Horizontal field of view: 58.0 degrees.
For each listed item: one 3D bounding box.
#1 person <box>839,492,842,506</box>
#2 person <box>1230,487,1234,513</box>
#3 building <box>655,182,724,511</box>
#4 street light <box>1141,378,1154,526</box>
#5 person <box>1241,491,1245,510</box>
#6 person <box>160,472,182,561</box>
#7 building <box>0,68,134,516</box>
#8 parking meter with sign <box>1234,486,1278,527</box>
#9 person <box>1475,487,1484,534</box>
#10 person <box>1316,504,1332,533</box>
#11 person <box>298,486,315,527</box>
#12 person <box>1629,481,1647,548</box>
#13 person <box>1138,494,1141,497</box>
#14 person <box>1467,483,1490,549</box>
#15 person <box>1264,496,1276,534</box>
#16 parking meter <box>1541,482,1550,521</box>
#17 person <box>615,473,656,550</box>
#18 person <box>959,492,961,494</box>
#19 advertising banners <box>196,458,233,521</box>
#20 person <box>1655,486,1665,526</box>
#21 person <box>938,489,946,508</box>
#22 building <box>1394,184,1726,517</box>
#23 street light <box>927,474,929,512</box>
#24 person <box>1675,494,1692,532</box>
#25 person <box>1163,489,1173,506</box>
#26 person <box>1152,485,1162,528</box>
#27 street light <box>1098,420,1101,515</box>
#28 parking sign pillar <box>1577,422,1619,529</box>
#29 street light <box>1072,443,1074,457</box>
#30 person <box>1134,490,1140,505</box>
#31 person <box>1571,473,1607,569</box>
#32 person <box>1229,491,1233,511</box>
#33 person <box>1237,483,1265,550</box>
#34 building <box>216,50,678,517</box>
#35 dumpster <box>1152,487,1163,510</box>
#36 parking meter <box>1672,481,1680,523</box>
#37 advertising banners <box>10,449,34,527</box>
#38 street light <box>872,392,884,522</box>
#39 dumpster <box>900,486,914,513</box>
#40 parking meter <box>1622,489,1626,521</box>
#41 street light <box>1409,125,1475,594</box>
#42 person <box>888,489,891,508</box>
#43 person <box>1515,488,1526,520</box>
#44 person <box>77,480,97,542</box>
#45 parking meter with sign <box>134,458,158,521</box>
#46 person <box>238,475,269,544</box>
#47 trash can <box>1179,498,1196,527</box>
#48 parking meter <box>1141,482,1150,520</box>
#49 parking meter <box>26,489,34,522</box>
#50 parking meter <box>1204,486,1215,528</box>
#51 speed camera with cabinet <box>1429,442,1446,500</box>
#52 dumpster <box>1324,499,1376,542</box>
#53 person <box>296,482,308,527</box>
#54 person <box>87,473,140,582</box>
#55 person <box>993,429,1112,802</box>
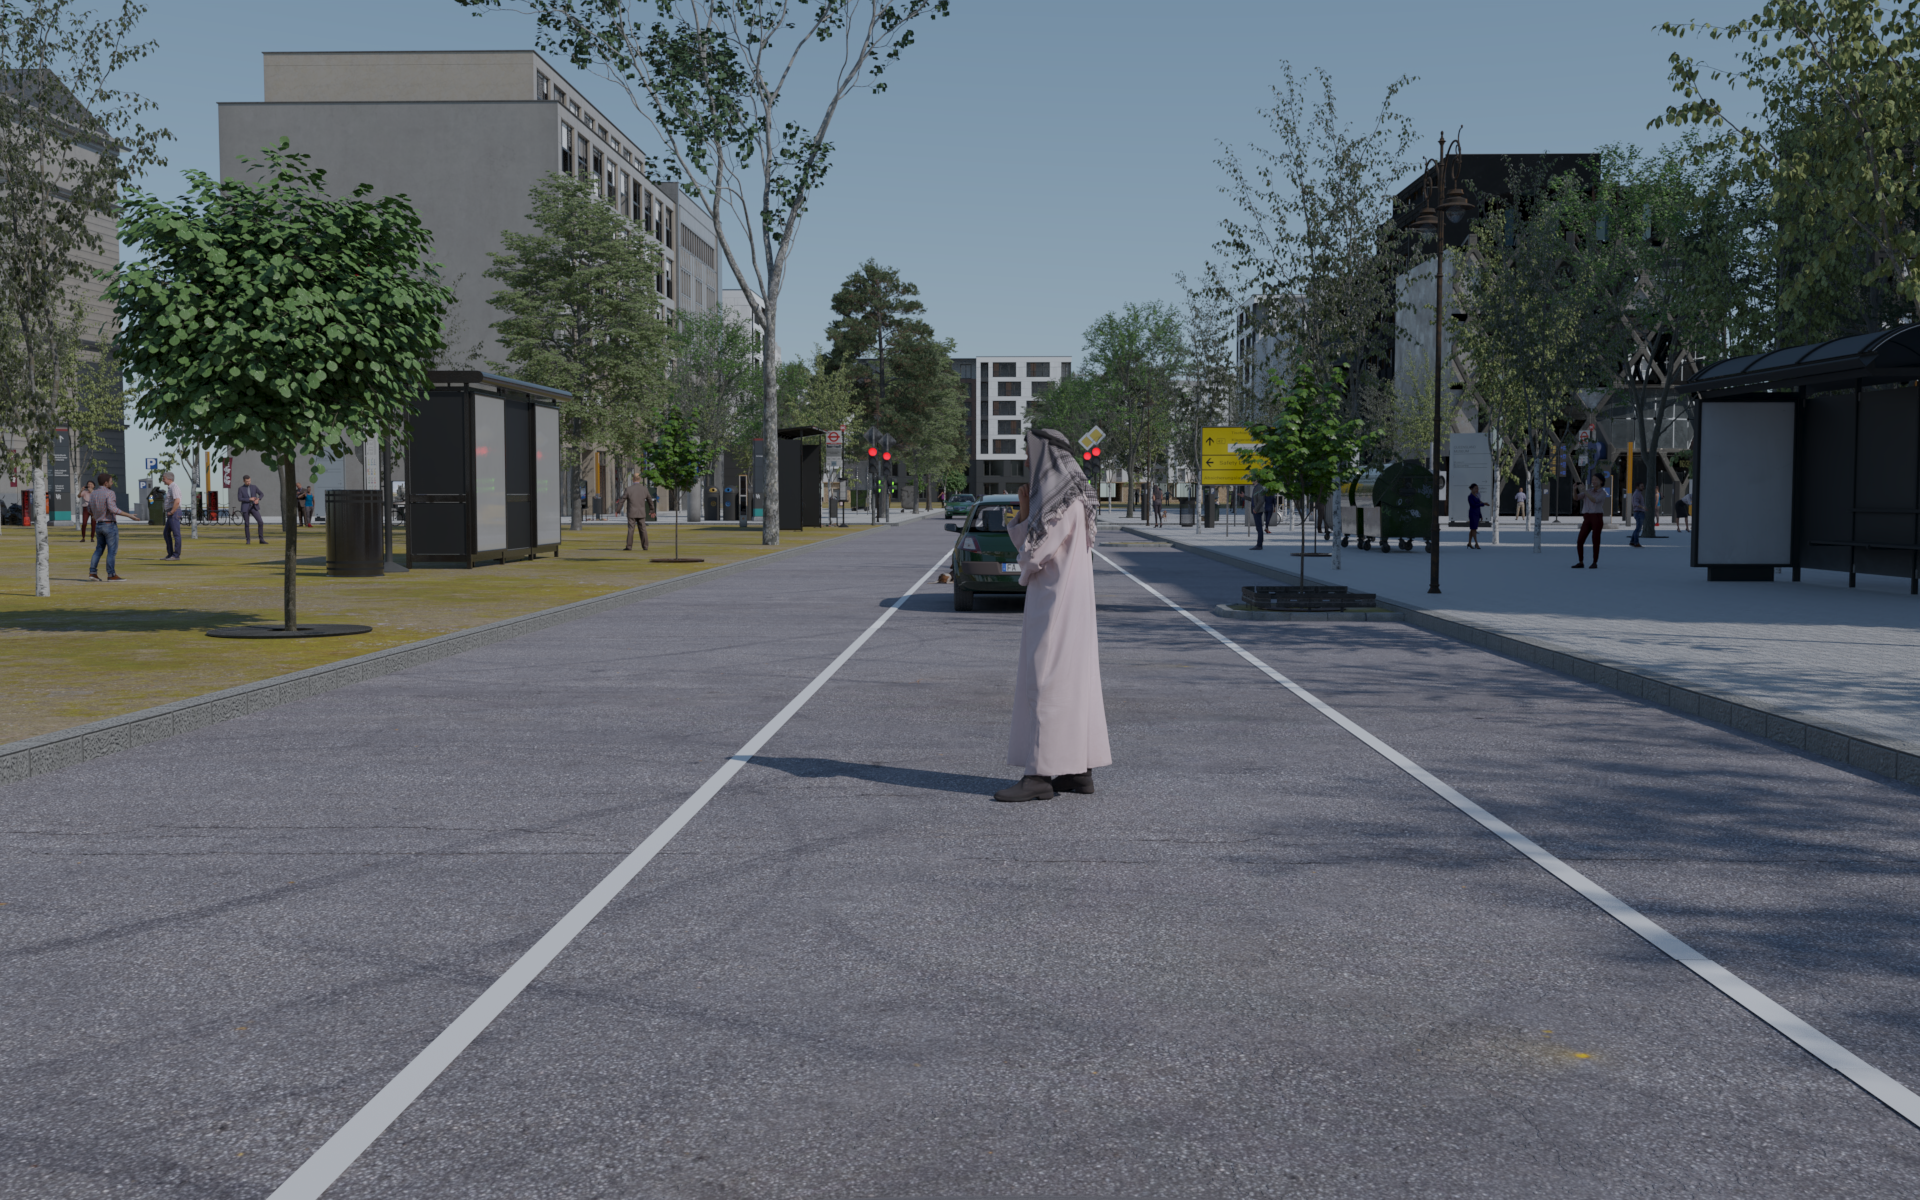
[{"bbox_3d":[-12.382,-10.588,179.829,0.621,1.740,0.551,-1,4,-20],"label":"person"},{"bbox_3d":[18.464,-6.750,116.961,0.434,1.755,0.990,2,4,25],"label":"person"},{"bbox_3d":[-26.984,-19.783,141.477,12.078,24.808,19.932,0,4,2],"label":"building"},{"bbox_3d":[7.542,-5.907,69.368,0.468,5.910,1.993,0,4,2],"label":"street light"},{"bbox_3d":[23.482,-8.249,142.618,0.593,1.614,0.444,1,4,18],"label":"person"},{"bbox_3d":[-15.210,-1.613,33.346,0.436,1.711,0.756,-1,4,-21],"label":"person"},{"bbox_3d":[-65.409,-19.470,105.722,23.554,28.519,14.401,0,4,2],"label":"building"},{"bbox_3d":[11.642,-4.407,68.314,1.738,3.016,0.543,-1,4,-10],"label":"parking meter with sign"},{"bbox_3d":[16.613,-2.919,55.735,0.963,1.587,0.435,-3,5,-44],"label":"person"},{"bbox_3d":[11.905,-3.044,56.501,0.600,1.739,0.565,2,4,28],"label":"person"},{"bbox_3d":[-25.182,-3.605,66.850,0.662,1.594,0.647,2,4,34],"label":"person"},{"bbox_3d":[16.132,-2.025,41.114,0.435,1.587,0.963,1,4,19],"label":"person"},{"bbox_3d":[19.564,-10.981,186.310,0.721,1.735,1.217,-3,4,-38],"label":"person"},{"bbox_3d":[12.075,-1.950,40.292,0.546,1.535,0.453,2,4,25],"label":"person"},{"bbox_3d":[10.027,-2.918,56.298,0.480,1.512,0.613,0,4,7],"label":"person"},{"bbox_3d":[27.891,-4.705,82.637,0.399,1.863,0.255,0,4,0],"label":"parking meter"},{"bbox_3d":[-7.402,-2.007,39.412,0.990,1.755,0.434,-2,4,-30],"label":"person"},{"bbox_3d":[-0.083,-13.789,234.731,0.721,1.735,1.217,-1,4,-23],"label":"person"},{"bbox_3d":[-35.540,-5.268,82.322,2.074,3.025,0.090,0,4,3],"label":"advertising banners"},{"bbox_3d":[27.719,-3.738,69.035,0.662,1.594,0.647,1,4,14],"label":"person"},{"bbox_3d":[-1.607,-9.097,155.458,0.721,1.739,1.217,2,4,35],"label":"person"},{"bbox_3d":[36.353,-14.460,103.881,16.811,18.784,16.820,0,4,2],"label":"building"},{"bbox_3d":[-2.313,-9.344,125.556,0.468,5.910,1.993,0,4,2],"label":"street light"},{"bbox_3d":[24.331,-2.977,57.906,0.799,1.438,0.628,1,4,19],"label":"person"},{"bbox_3d":[22.351,-11.034,186.538,1.350,1.814,0.705,1,4,15],"label":"person"},{"bbox_3d":[7.479,-3.564,65.780,0.415,1.643,0.593,1,4,19],"label":"person"},{"bbox_3d":[8.514,-8.112,105.419,0.468,5.910,1.993,0,4,2],"label":"street light"},{"bbox_3d":[23.565,-4.610,63.848,1.447,3.967,1.447,0,4,1],"label":"parking sign pillar"},{"bbox_3d":[9.904,-10.981,152.324,0.468,5.910,1.993,0,4,2],"label":"street light"},{"bbox_3d":[20.462,-11.891,200.594,0.705,1.807,1.348,2,4,32],"label":"person"},{"bbox_3d":[10.808,-1.362,29.765,0.566,1.644,0.517,1,4,9],"label":"person"},{"bbox_3d":[20.464,-7.483,129.841,0.566,1.644,0.517,-2,4,-27],"label":"person"},{"bbox_3d":[6.697,-2.041,39.940,0.750,1.759,0.617,1,4,22],"label":"person"},{"bbox_3d":[-31.554,-18.959,114.487,19.350,26.468,34.151,0,4,2],"label":"building"},{"bbox_3d":[15.971,-8.336,142.045,1.264,1.857,1.865,0,4,2],"label":"dumpster"},{"bbox_3d":[31.659,-4.335,76.593,0.255,1.863,0.399,1,4,11],"label":"parking meter"},{"bbox_3d":[-36.861,-4.413,68.337,0.090,3.025,2.074,0,4,7],"label":"advertising banners"},{"bbox_3d":[-3.729,-6.462,78.447,0.468,5.910,1.993,0,4,2],"label":"street light"},{"bbox_3d":[-3.462,-6.909,118.722,1.264,1.857,1.865,0,4,1],"label":"dumpster"},{"bbox_3d":[31.719,-4.526,82.414,0.372,1.533,0.369,0,3,0],"label":"parking meter"},{"bbox_3d":[6.133,-3.023,22.212,0.468,5.910,1.993,0,4,2],"label":"street light"},{"bbox_3d":[-6.711,-9.441,161.128,0.721,1.736,1.217,-1,4,-18],"label":"person"},{"bbox_3d":[27.589,-4.721,85.291,0.516,1.574,0.319,1,4,14],"label":"person"},{"bbox_3d":[-23.220,-2.366,46.181,0.517,1.644,0.566,1,4,20],"label":"person"},{"bbox_3d":[-39.058,-5.307,83.027,0.543,3.016,1.738,0,4,-3],"label":"parking meter with sign"},{"bbox_3d":[-18.031,-2.305,44.182,0.683,1.767,0.568,-3,5,-39],"label":"person"},{"bbox_3d":[8.875,-3.424,67.628,0.748,1.137,0.748,0,3,0],"label":"trash can"},{"bbox_3d":[9.010,-4.803,84.246,0.399,1.863,0.255,-3,4,-36],"label":"parking meter"},{"bbox_3d":[-42.836,-4.367,79.815,0.372,1.533,0.369,0,3,0],"label":"parking meter"},{"bbox_3d":[9.421,-3.651,65.397,0.255,1.863,0.399,3,5,43],"label":"parking meter"},{"bbox_3d":[17.628,-4.370,65.787,2.038,3.252,0.660,-3,5,-39],"label":"speed camera with cabinet"},{"bbox_3d":[10.659,-2.536,47.220,1.264,1.857,1.865,0,4,2],"label":"dumpster"},{"bbox_3d":[-25.857,-3.745,67.966,0.565,1.739,0.600,-1,4,-18],"label":"person"},{"bbox_3d":[-12.487,-1.062,25.367,0.963,1.587,0.435,1,4,20],"label":"person"},{"bbox_3d":[0.428,0.056,8.248,0.621,1.740,0.551,-1,4,-12],"label":"person"}]
